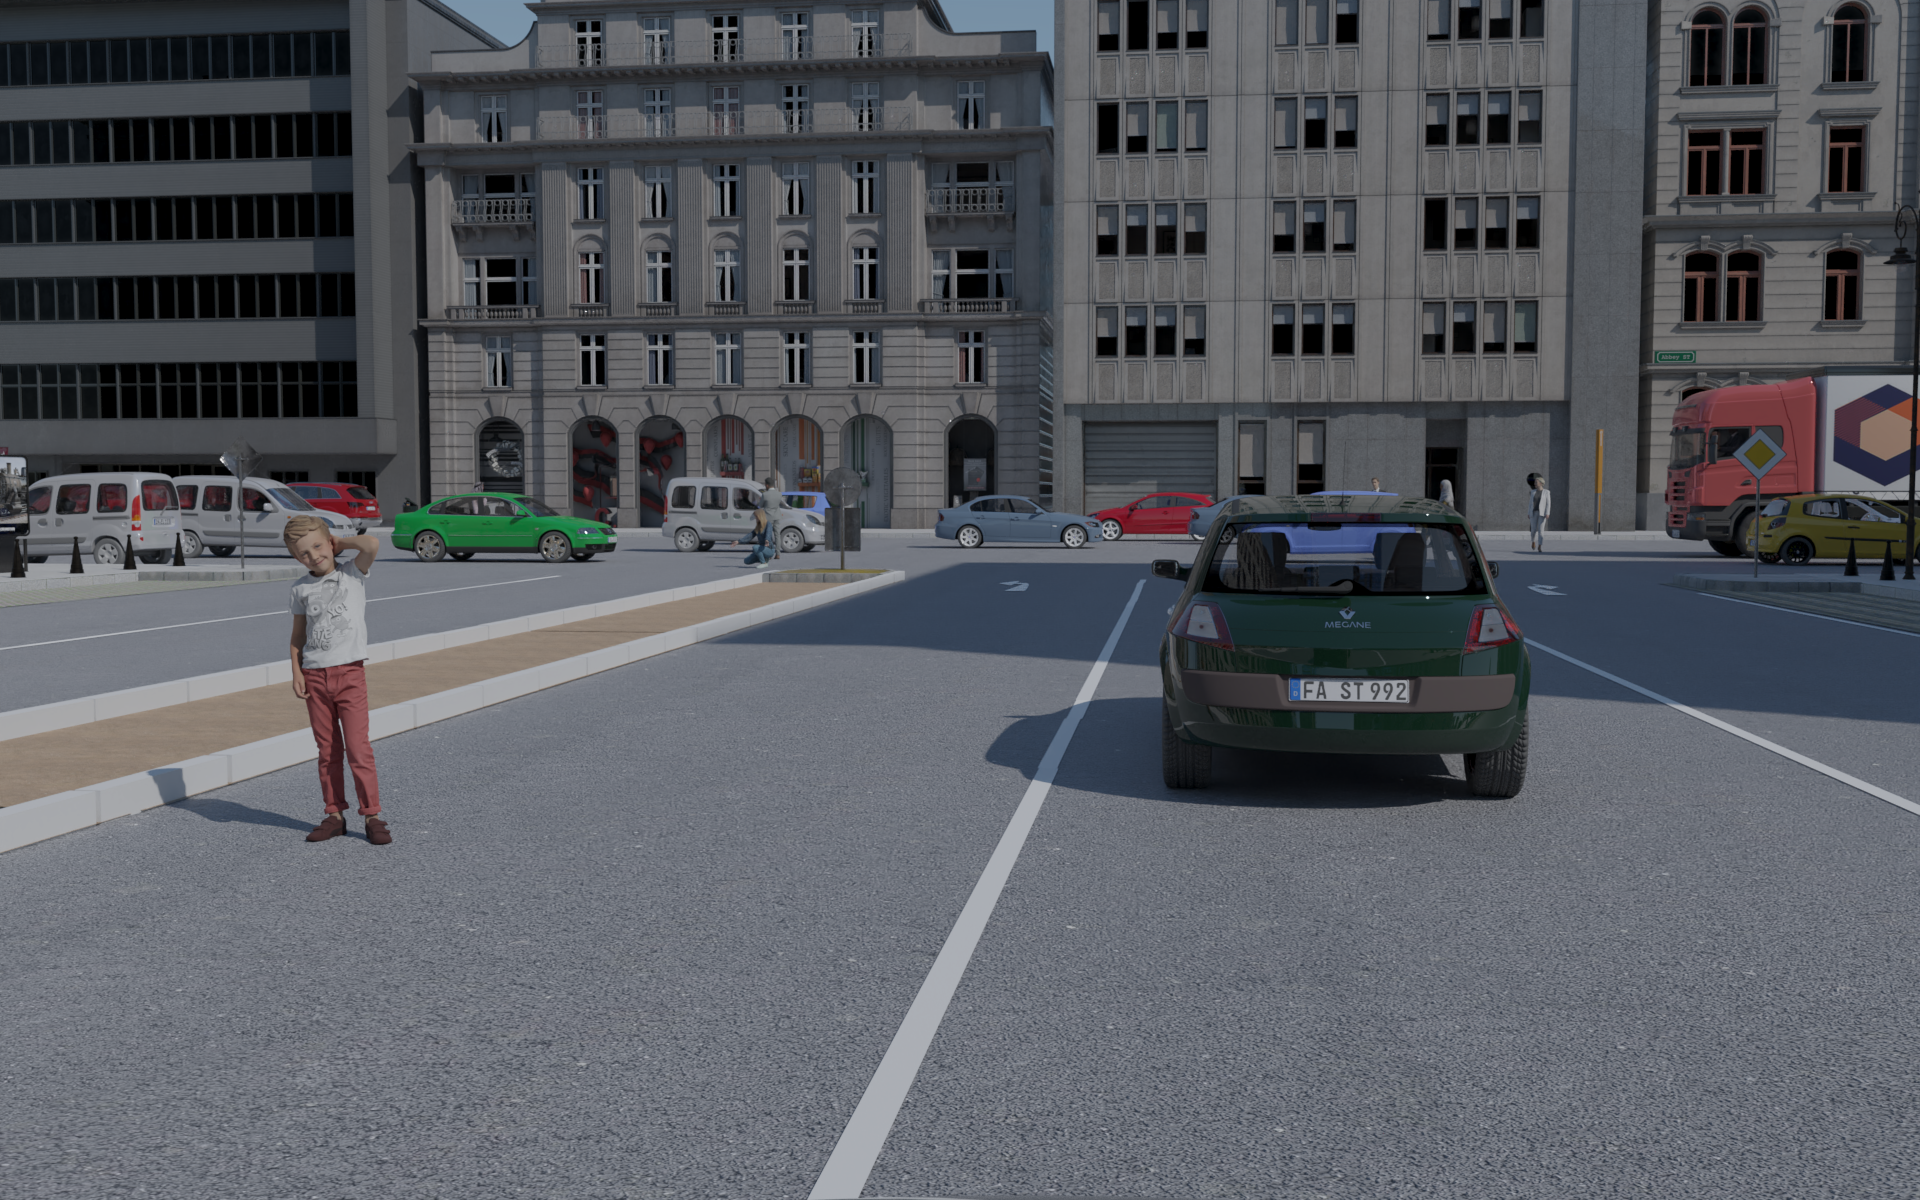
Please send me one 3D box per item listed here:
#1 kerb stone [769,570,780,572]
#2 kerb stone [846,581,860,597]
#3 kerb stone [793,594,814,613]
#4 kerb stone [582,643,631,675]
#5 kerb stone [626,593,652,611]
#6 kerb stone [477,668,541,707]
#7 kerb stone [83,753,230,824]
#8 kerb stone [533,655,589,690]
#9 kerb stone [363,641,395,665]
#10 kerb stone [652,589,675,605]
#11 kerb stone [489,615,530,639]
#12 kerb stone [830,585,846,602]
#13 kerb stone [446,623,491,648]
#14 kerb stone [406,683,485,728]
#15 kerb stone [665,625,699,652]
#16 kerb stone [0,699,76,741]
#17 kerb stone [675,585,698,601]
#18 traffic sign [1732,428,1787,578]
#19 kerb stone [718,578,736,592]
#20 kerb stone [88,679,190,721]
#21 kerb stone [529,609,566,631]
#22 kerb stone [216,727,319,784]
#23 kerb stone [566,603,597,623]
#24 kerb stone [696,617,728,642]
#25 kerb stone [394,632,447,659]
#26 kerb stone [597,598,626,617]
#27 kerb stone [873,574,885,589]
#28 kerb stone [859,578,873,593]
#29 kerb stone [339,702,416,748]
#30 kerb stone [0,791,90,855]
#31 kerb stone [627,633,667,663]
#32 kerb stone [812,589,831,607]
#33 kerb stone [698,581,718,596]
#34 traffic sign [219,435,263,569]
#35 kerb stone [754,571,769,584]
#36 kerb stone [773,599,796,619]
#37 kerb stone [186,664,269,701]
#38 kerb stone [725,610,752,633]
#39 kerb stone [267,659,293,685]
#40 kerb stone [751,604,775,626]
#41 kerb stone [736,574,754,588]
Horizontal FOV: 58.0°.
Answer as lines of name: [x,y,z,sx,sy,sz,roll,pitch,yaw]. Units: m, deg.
kerb stone: [-3.133,-0.397,28.686,0.120,0.150,1.000,0,4,7]
kerb stone: [-1.589,-0.132,24.346,0.120,0.150,1.000,0,4,7]
kerb stone: [-1.989,0.055,21.291,0.120,0.150,1.000,0,4,7]
kerb stone: [-2.926,0.494,14.148,0.120,0.150,1.000,0,4,7]
kerb stone: [-4.077,0.041,21.547,0.120,0.150,1.000,0,4,7]
kerb stone: [-3.188,0.617,12.110,0.120,0.150,1.000,0,4,7]
kerb stone: [-3.720,0.869,8.013,0.120,0.150,1.000,0,4,7]
kerb stone: [-3.062,0.557,13.131,0.120,0.150,1.000,0,4,7]
kerb stone: [-5.007,0.476,14.413,0.120,0.150,1.000,0,4,7]
kerb stone: [-3.948,-0.023,22.565,0.120,0.150,1.000,0,4,7]
kerb stone: [-4.607,0.292,17.473,0.120,0.150,1.000,0,4,7]
kerb stone: [-1.723,-0.069,23.329,0.120,0.150,1.000,0,4,7]
kerb stone: [-4.739,0.360,16.452,0.120,0.150,1.000,0,4,7]
kerb stone: [-3.316,0.679,11.092,0.120,0.150,1.000,0,4,7]
kerb stone: [-2.661,0.370,16.182,0.120,0.150,1.000,0,4,7]
kerb stone: [-5.538,0.725,10.338,0.120,0.150,1.000,0,4,7]
kerb stone: [-3.804,-0.085,23.581,0.120,0.150,1.000,0,4,7]
traffic sign: [12.203,-1.398,26.504,0.795,2.450,0.064,0,4,7]
kerb stone: [-3.536,-0.210,25.627,0.120,0.150,1.000,0,4,7]
kerb stone: [-5.411,0.663,11.357,0.120,0.150,1.000,0,4,7]
kerb stone: [-4.472,0.227,18.490,0.120,0.150,1.000,0,4,7]
kerb stone: [-3.586,0.807,9.047,0.120,0.150,1.000,0,4,7]
kerb stone: [-4.340,0.164,19.512,0.120,0.150,1.000,0,4,7]
kerb stone: [-2.521,0.308,17.199,0.120,0.150,1.000,0,4,7]
kerb stone: [-4.866,0.414,15.430,0.120,0.150,1.000,0,4,7]
kerb stone: [-4.203,0.105,20.529,0.120,0.150,1.000,0,4,7]
kerb stone: [-1.322,-0.252,26.392,0.120,0.150,1.000,0,4,7]
kerb stone: [-1.453,-0.192,25.364,0.120,0.150,1.000,0,4,7]
kerb stone: [-3.455,0.742,10.065,0.120,0.150,1.000,0,4,7]
kerb stone: [-3.856,0.930,6.992,0.120,0.150,1.000,0,4,7]
kerb stone: [-2.793,0.430,15.165,0.120,0.150,1.000,0,4,7]
kerb stone: [-1.853,-0.007,22.312,0.120,0.150,1.000,0,4,7]
kerb stone: [-3.667,-0.143,24.608,0.120,0.150,1.000,0,4,7]
traffic sign: [-12.331,-1.595,29.722,0.795,2.450,0.064,0,4,7]
kerb stone: [-3.275,-0.333,27.669,0.120,0.150,1.000,0,4,7]
kerb stone: [-2.124,0.118,20.265,0.120,0.150,1.000,0,4,7]
kerb stone: [-5.278,0.601,12.377,0.120,0.150,1.000,0,4,7]
kerb stone: [-2.395,0.243,18.217,0.120,0.150,1.000,0,4,7]
kerb stone: [-5.141,0.538,13.396,0.120,0.150,1.000,0,4,7]
kerb stone: [-2.260,0.184,19.241,0.120,0.150,1.000,0,4,7]
kerb stone: [-3.396,-0.266,26.643,0.120,0.150,1.000,0,4,7]
